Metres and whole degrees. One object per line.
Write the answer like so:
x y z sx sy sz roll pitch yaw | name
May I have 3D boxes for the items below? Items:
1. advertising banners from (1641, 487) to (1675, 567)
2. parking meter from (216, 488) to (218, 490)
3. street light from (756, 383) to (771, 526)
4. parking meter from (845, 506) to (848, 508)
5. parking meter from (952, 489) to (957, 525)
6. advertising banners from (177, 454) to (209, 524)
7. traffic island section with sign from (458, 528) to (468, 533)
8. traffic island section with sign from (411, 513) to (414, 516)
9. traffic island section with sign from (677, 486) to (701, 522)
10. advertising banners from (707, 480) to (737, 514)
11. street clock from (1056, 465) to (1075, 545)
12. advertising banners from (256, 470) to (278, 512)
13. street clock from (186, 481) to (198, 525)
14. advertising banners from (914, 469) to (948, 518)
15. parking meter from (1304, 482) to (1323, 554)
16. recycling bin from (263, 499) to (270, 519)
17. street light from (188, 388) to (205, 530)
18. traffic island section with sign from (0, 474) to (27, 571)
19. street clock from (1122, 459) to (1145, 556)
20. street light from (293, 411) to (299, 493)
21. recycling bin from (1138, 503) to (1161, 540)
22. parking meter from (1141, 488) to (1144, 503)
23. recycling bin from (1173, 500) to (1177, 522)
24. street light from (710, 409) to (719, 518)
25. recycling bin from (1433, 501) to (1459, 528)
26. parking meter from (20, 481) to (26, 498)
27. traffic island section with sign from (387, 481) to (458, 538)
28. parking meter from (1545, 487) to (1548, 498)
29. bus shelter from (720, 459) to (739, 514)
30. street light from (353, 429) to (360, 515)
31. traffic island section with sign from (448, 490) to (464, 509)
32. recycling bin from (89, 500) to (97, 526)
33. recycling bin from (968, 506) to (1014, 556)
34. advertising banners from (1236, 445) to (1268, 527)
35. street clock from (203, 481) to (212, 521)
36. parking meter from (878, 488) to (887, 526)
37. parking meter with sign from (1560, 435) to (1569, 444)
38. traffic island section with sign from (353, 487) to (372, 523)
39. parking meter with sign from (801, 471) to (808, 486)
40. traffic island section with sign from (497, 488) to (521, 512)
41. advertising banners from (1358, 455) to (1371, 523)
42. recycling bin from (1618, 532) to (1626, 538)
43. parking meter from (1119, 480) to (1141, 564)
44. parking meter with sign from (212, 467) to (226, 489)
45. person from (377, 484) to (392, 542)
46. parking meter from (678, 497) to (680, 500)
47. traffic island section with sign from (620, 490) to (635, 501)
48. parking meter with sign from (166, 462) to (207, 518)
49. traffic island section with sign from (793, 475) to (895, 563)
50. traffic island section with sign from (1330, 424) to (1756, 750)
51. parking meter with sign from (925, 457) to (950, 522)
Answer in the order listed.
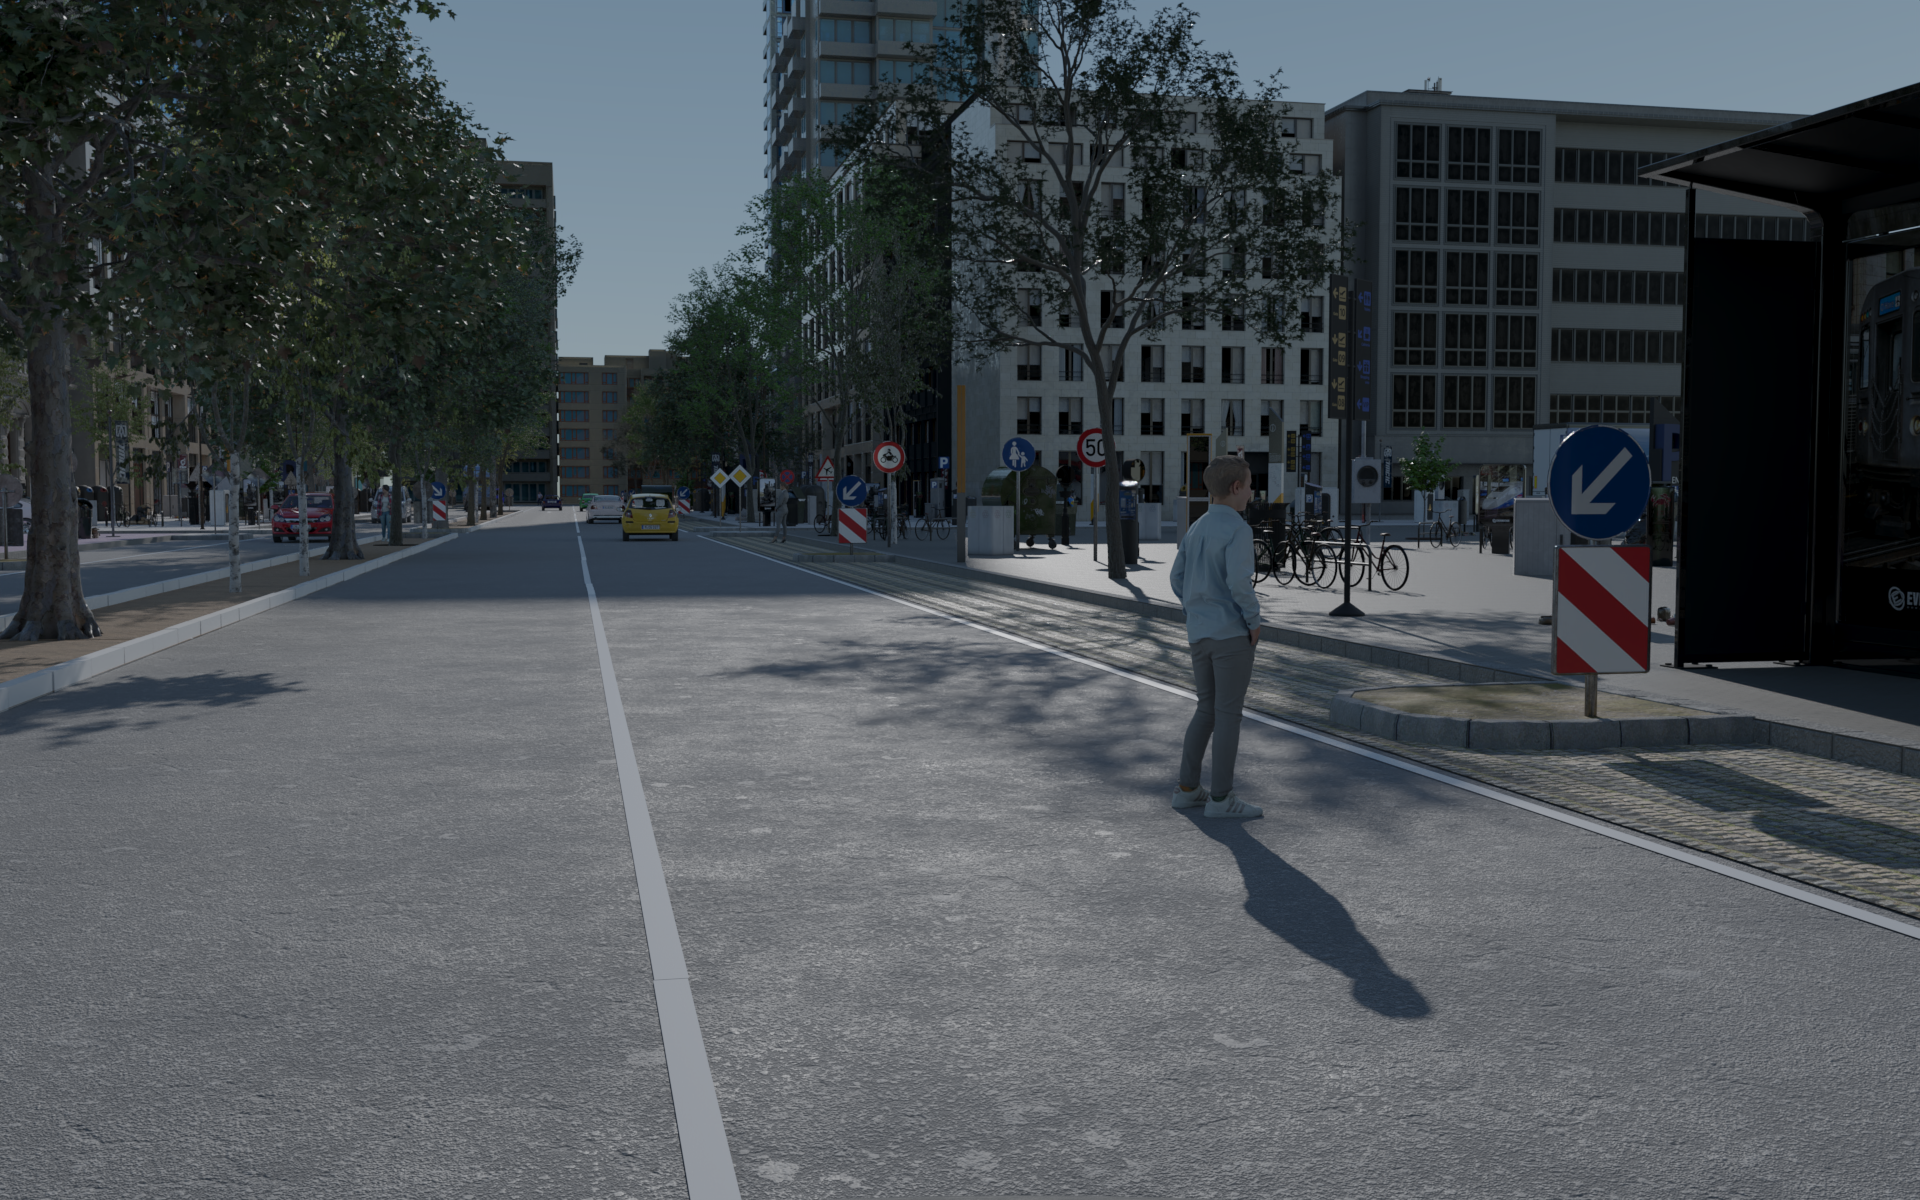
13.095 -2.095 30.439 2.074 3.025 0.090 1 4 14 | advertising banners
-31.676 -4.027 74.257 0.372 1.533 0.369 0 3 0 | parking meter
-7.954 -5.965 70.315 0.468 5.910 1.993 -1 4 -13 | street light
-5.926 -4.933 89.059 0.372 1.533 0.369 0 3 0 | parking meter
-0.150 -3.827 70.990 0.372 1.533 0.369 0 3 0 | parking meter
-33.001 -4.830 75.152 2.074 3.025 0.090 1 4 8 | advertising banners
-19.253 -3.414 63.961 2.006 1.907 1.989 -1 4 -13 | traffic island section with sign
-36.480 -6.402 113.296 1.989 1.847 2.006 -1 4 -13 | traffic island section with sign
-14.606 -5.014 90.614 1.989 1.847 2.006 -1 4 -13 | traffic island section with sign
-15.025 -6.888 108.805 2.074 3.025 0.090 -2 4 -28 | advertising banners
2.659 -2.393 43.696 0.471 2.002 0.358 0 4 -2 | street clock
-50.033 -7.844 124.444 2.074 3.025 0.090 -2 4 -34 | advertising banners
-31.899 -4.122 71.963 0.471 2.002 0.358 -1 4 -17 | street clock
-1.491 -5.914 92.889 2.074 3.025 0.090 -2 4 -24 | advertising banners
7.531 -1.743 36.915 0.372 1.533 0.369 0 3 0 | parking meter
-36.003 -4.786 90.797 0.722 1.027 0.722 3 4 38 | recycling bin
-27.454 -5.493 62.592 0.468 5.910 1.993 -1 4 -13 | street light
-18.485 -1.510 33.319 1.989 1.847 2.006 -1 4 -13 | traffic island section with sign
3.569 -1.899 35.621 0.471 2.002 0.358 -3 5 -42 | street clock
-32.707 -6.890 85.438 0.468 5.910 1.993 -1 4 -13 | street light
5.238 -2.196 48.460 0.722 1.027 0.722 1 4 12 | recycling bin
7.265 -3.771 70.073 0.372 1.533 0.369 0 3 0 | parking meter
10.293 -4.132 80.118 0.722 1.027 0.722 -1 4 -8 | recycling bin
-13.241 -7.388 93.582 0.468 5.910 1.993 -1 4 -13 | street light
18.256 -3.214 65.095 0.722 1.027 0.722 -1 4 -14 | recycling bin
-41.372 -4.316 76.284 0.399 1.863 0.255 1 4 18 | parking meter
-17.637 -2.972 56.732 2.006 1.907 1.989 -1 4 -13 | traffic island section with sign
15.214 -2.209 44.534 0.372 1.533 0.369 0 3 0 | parking meter
-14.891 -7.413 112.481 1.731 3.624 6.357 -1 4 -13 | bus shelter
-37.704 -8.291 108.341 0.468 5.910 1.993 -1 4 -13 | street light
-47.481 -9.398 162.281 1.989 1.847 2.006 -1 4 -13 | traffic island section with sign
-34.697 -3.427 68.582 0.722 1.027 0.722 0 4 3 | recycling bin
0.647 -1.467 36.534 0.722 1.027 0.722 3 5 44 | recycling bin
10.549 -4.063 62.624 0.090 3.025 2.074 3 5 43 | advertising banners
-36.187 -4.814 83.283 0.358 2.002 0.471 3 4 36 | street clock
-3.147 -3.799 70.530 0.372 1.533 0.369 0 3 0 | parking meter
18.317 -3.376 51.451 0.543 3.016 1.738 2 4 34 | parking meter with sign
-30.563 -4.793 86.996 1.989 1.847 2.006 -1 4 -13 | traffic island section with sign
-11.953 -8.311 132.143 0.543 3.016 1.738 0 4 1 | parking meter with sign
-35.745 -7.898 137.274 2.006 1.907 1.989 -1 4 -13 | traffic island section with sign
17.866 -4.918 76.593 0.090 3.025 2.074 0 4 -2 | advertising banners
19.672 -2.380 51.466 0.722 1.027 0.722 -2 4 -32 | recycling bin
3.081 -1.430 31.793 0.372 1.533 0.369 0 3 0 | parking meter
-47.948 -7.066 111.795 0.543 3.016 1.738 0 4 6 | parking meter with sign
-17.219 -2.611 52.030 0.563 1.720 0.643 0 4 -2 | person
-21.343 -7.562 132.045 0.372 1.533 0.369 0 3 0 | parking meter
-31.667 -9.656 166.508 1.989 1.847 2.006 -1 4 -13 | traffic island section with sign
-41.979 -5.969 93.850 1.738 3.016 0.543 -3 5 -45 | parking meter with sign
-2.529 -1.731 36.932 1.989 1.847 2.006 -1 4 -13 | traffic island section with sign
3.386 -0.123 10.632 1.989 1.847 2.006 -1 4 -13 | traffic island section with sign
-1.079 -5.142 80.333 0.543 3.016 1.738 2 4 25 | parking meter with sign
